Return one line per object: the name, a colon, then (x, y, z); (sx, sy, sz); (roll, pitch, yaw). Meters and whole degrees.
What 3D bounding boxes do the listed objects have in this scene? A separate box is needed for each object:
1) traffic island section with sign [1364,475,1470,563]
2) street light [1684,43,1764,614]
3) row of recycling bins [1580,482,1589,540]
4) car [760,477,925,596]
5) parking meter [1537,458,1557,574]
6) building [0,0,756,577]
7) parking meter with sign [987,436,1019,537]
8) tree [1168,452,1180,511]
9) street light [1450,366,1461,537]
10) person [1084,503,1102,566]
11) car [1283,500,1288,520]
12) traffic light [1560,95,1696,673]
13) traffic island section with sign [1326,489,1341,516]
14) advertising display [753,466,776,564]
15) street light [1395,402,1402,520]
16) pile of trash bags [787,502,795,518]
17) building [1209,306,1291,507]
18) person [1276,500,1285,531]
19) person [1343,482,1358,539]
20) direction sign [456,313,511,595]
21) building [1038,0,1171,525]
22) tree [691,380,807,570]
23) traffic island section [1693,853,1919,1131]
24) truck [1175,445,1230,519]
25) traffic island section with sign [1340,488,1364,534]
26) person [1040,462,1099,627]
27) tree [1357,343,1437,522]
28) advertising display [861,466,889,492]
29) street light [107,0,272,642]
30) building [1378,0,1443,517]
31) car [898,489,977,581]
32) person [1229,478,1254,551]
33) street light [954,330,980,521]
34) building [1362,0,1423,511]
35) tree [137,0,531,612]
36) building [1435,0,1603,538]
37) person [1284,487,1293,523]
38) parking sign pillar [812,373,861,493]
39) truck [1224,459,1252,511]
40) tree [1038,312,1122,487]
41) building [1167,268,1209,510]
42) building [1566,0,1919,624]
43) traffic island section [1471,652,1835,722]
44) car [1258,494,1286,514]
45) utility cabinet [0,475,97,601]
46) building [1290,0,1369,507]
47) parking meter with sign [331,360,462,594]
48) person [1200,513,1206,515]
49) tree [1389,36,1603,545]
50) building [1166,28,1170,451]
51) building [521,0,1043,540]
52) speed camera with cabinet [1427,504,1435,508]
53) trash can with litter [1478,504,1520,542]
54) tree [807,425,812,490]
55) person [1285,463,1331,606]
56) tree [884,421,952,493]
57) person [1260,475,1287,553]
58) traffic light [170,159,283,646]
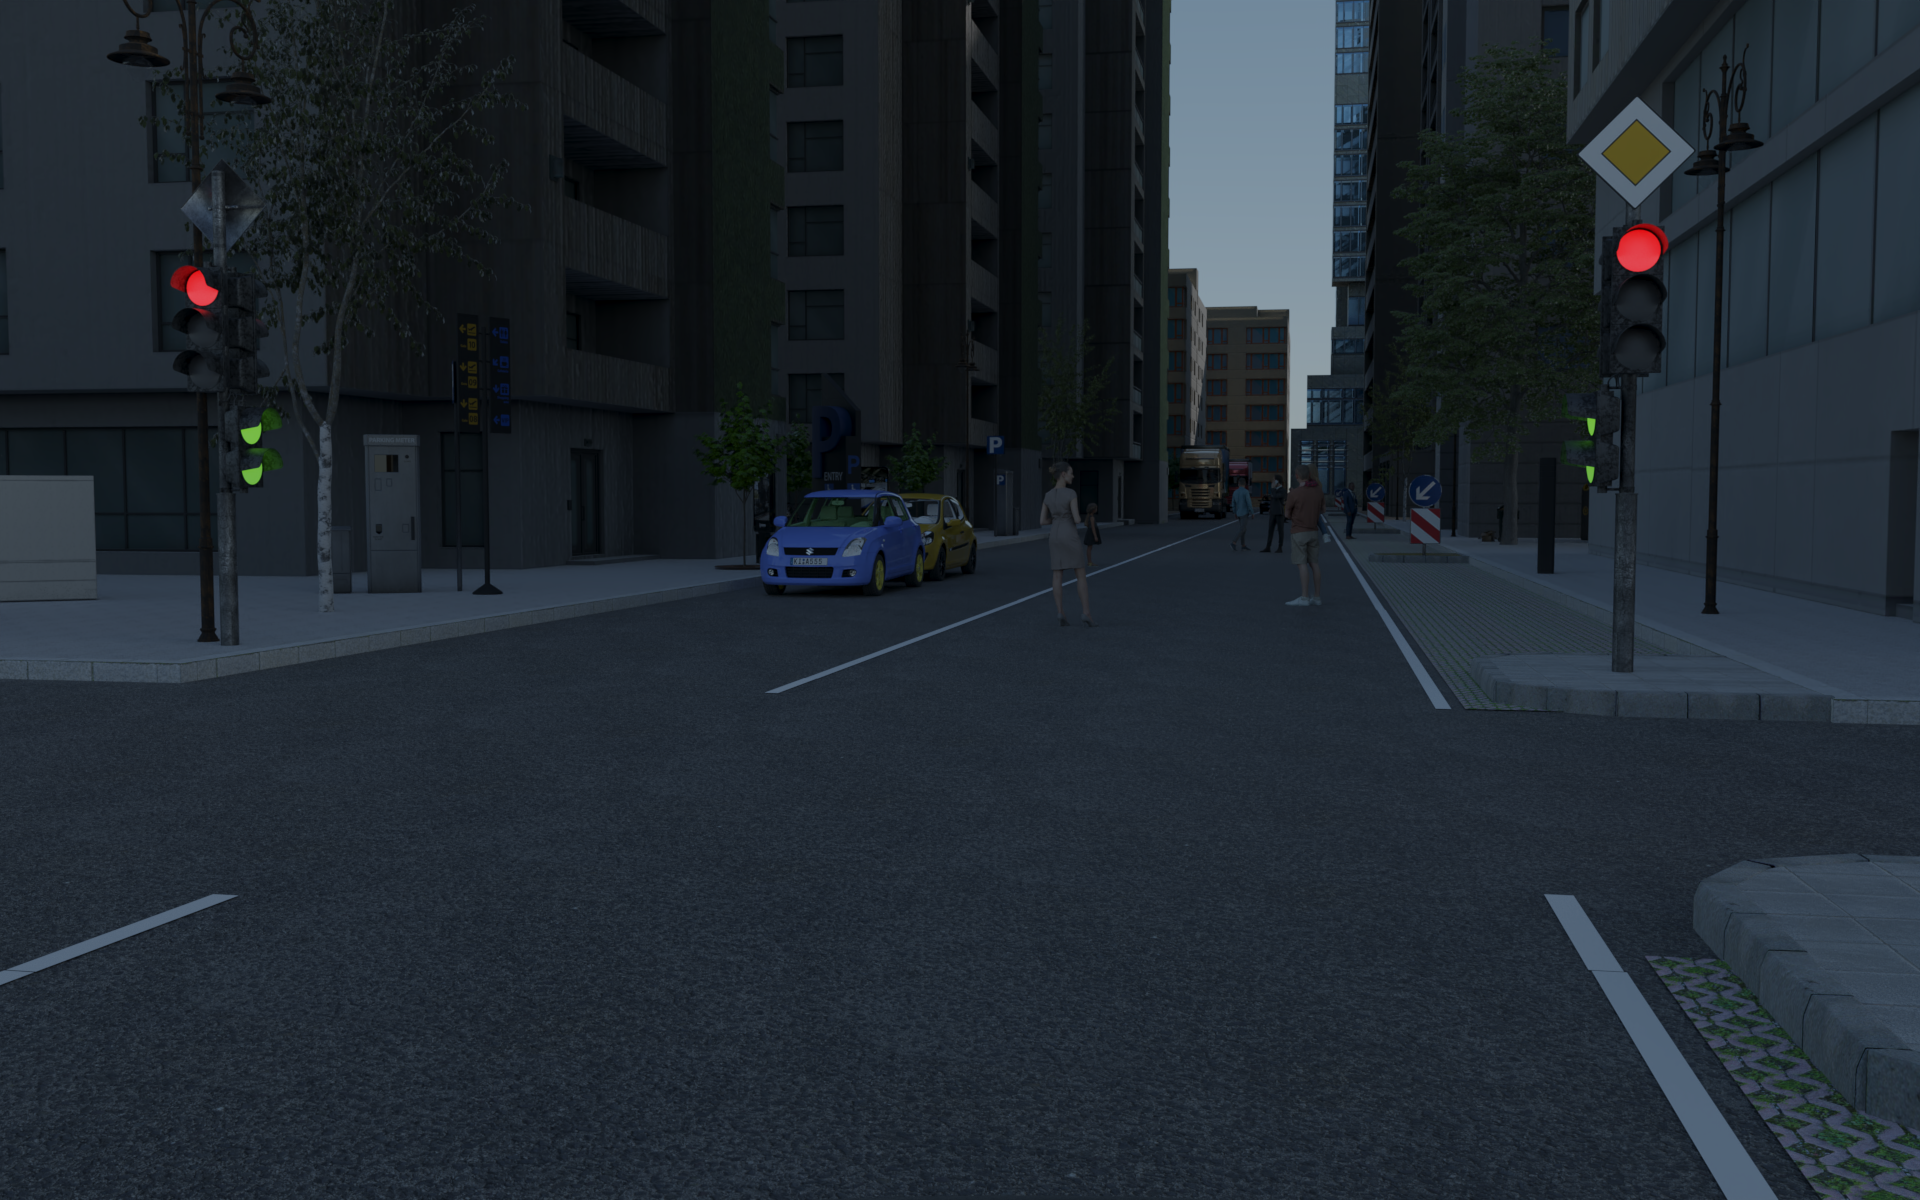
traffic island section with sign: (9.680, -1.714, 36.649); (1.989, 1.847, 2.006); (1, 4, 11)
street light: (8.044, -2.789, 18.392); (0.468, 5.910, 1.993); (1, 4, 11)
row of recycling bins: (17.394, -2.423, 46.730); (1.069, 1.692, 3.534); (1, 4, 15)
car: (-1.692, -0.977, 25.559); (1.945, 1.707, 3.694); (1, 4, 12)
parking meter: (9.477, -1.362, 27.972); (0.255, 1.863, 0.399); (1, 4, 17)
building: (-12.099, -15.947, 32.441); (14.160, 30.474, 14.107); (1, 4, 11)
parking meter with sign: (1.352, -3.457, 52.780); (0.543, 3.016, 1.738); (1, 4, 19)
tree: (16.357, -9.129, 132.979); (4.285, 4.588, 4.351); (0, 3, 0)
street light: (14.867, -4.844, 51.993); (0.468, 5.910, 1.993); (1, 4, 11)
person: (2.638, -1.296, 34.367); (0.373, 1.253, 0.362); (0, 4, 0)
car: (18.935, -5.285, 96.634); (2.015, 1.641, 3.980); (1, 4, 13)
traffic light: (4.767, -1.436, 12.397); (0.839, 4.253, 0.868); (1, 4, 11)
traffic island section with sign: (24.894, -6.339, 112.264); (1.989, 1.847, 2.006); (1, 4, 11)
advertising display: (-3.578, -1.619, 31.681); (0.123, 1.923, 0.974); (-2, 4, -24)
street light: (21.581, -6.883, 85.317); (0.468, 5.910, 1.993); (1, 4, 11)
pile of trash bags: (-5.268, -2.238, 46.343); (3.447, 1.369, 1.912); (-3, 5, -41)
building: (20.352, -20.784, 184.854); (28.899, 21.520, 27.650); (1, 4, 11)
person: (12.383, -3.601, 67.712); (0.374, 1.781, 0.599); (-2, 4, -35)
person: (12.386, -2.832, 54.983); (0.419, 1.800, 0.721); (3, 4, 38)
direction sign: (-6.053, -1.840, 22.086); (0.379, 3.537, 0.876); (2, 4, 32)
building: (2.289, -24.315, 81.149); (14.154, 41.232, 14.086); (1, 4, 11)
tree: (-3.829, -2.144, 29.649); (1.663, 3.219, 1.824); (0, 3, 0)
traffic island section: (3.229, 1.077, 4.675); (2.009, 0.180, 2.903); (1, 4, 11)
truck: (14.285, -6.869, 101.229); (2.839, 4.237, 11.283); (1, 4, 11)
traffic island section with sign: (14.996, -3.330, 63.077); (1.989, 1.847, 2.006); (1, 4, 11)
person: (1.183, -0.607, 18.768); (0.599, 1.781, 0.374); (3, 5, 39)
tree: (20.719, -7.973, 80.727); (4.737, 8.622, 4.395); (0, 3, 0)
advertising display: (-2.130, -2.147, 40.315); (0.974, 1.923, 0.123); (0, 4, 6)
street light: (-6.542, -2.576, 14.898); (0.468, 5.910, 1.993); (1, 4, 11)
building: (34.813, -40.275, 96.754); (20.563, 71.187, 20.611); (1, 4, 11)
car: (-0.855, -1.200, 29.844); (2.015, 1.641, 3.980); (1, 4, 12)
person: (7.047, -2.158, 43.641); (0.748, 1.841, 0.638); (-1, 4, -23)
street light: (0.209, -4.653, 48.858); (0.468, 5.910, 1.993); (1, 4, 11)
building: (39.062, -30.256, 118.386); (21.300, 48.544, 21.600); (1, 4, 11)
tree: (-6.875, -4.188, 18.839); (4.360, 8.622, 3.978); (0, 3, 0)
building: (27.981, -31.725, 60.704); (21.231, 58.520, 28.212); (1, 4, 11)
person: (16.498, -4.720, 86.077); (0.834, 1.777, 0.661); (2, 4, 25)
parking sign pillar: (-2.715, -3.032, 38.051); (1.447, 3.967, 1.447); (-3, 5, -39)
truck: (22.445, -9.312, 141.169); (2.839, 4.237, 11.283); (1, 4, 11)
tree: (4.321, -7.386, 71.131); (4.737, 8.622, 4.395); (0, 3, 0)
building: (6.239, -18.784, 152.153); (28.899, 21.520, 27.650); (1, 4, 11)
building: (22.845, -26.335, 19.817); (27.495, 52.752, 28.713); (1, 4, 11)
traffic island section: (4.805, 0.598, 12.503); (2.009, 0.180, 2.903); (1, 4, 11)
car: (22.301, -6.976, 123.848); (2.009, 1.686, 4.222); (1, 4, 10)
utility cabinet: (-11.009, -0.738, 20.738); (1.173, 1.500, 0.318); (-2, 4, -27)
building: (49.802, -52.766, 175.395); (31.000, 86.520, 22.319); (1, 4, 11)
parking meter with sign: (-7.388, -1.606, 22.518); (1.738, 3.016, 0.543); (-1, 4, -18)
person: (16.485, -6.667, 117.959); (0.568, 1.767, 0.683); (-3, 4, -36)
tree: (14.320, -7.678, 43.663); (7.486, 12.596, 7.792); (0, 3, 0)
building: (7.411, -28.957, 123.564); (14.600, 45.320, 14.200); (1, 4, 11)
building: (-5.154, -17.578, 59.096); (14.160, 30.474, 14.107); (1, 4, 11)
speed camera with cabinet: (23.577, -5.470, 83.766); (2.038, 3.252, 0.660); (0, 4, 4)
trash can with litter: (14.428, -2.141, 46.396); (1.055, 1.170, 0.624); (2, 4, 34)
tree: (-3.786, -2.829, 40.859); (1.663, 3.219, 1.824); (0, 3, 0)
person: (4.488, -0.849, 22.356); (0.573, 1.828, 0.580); (1, 4, 17)
tree: (-1.275, -3.155, 46.194); (1.663, 3.219, 1.824); (0, 3, 0)
person: (7.689, -2.108, 42.328); (0.474, 1.900, 0.648); (-2, 4, -27)
traffic light: (-6.179, -1.569, 14.575); (0.839, 4.253, 0.868); (1, 4, 11)
